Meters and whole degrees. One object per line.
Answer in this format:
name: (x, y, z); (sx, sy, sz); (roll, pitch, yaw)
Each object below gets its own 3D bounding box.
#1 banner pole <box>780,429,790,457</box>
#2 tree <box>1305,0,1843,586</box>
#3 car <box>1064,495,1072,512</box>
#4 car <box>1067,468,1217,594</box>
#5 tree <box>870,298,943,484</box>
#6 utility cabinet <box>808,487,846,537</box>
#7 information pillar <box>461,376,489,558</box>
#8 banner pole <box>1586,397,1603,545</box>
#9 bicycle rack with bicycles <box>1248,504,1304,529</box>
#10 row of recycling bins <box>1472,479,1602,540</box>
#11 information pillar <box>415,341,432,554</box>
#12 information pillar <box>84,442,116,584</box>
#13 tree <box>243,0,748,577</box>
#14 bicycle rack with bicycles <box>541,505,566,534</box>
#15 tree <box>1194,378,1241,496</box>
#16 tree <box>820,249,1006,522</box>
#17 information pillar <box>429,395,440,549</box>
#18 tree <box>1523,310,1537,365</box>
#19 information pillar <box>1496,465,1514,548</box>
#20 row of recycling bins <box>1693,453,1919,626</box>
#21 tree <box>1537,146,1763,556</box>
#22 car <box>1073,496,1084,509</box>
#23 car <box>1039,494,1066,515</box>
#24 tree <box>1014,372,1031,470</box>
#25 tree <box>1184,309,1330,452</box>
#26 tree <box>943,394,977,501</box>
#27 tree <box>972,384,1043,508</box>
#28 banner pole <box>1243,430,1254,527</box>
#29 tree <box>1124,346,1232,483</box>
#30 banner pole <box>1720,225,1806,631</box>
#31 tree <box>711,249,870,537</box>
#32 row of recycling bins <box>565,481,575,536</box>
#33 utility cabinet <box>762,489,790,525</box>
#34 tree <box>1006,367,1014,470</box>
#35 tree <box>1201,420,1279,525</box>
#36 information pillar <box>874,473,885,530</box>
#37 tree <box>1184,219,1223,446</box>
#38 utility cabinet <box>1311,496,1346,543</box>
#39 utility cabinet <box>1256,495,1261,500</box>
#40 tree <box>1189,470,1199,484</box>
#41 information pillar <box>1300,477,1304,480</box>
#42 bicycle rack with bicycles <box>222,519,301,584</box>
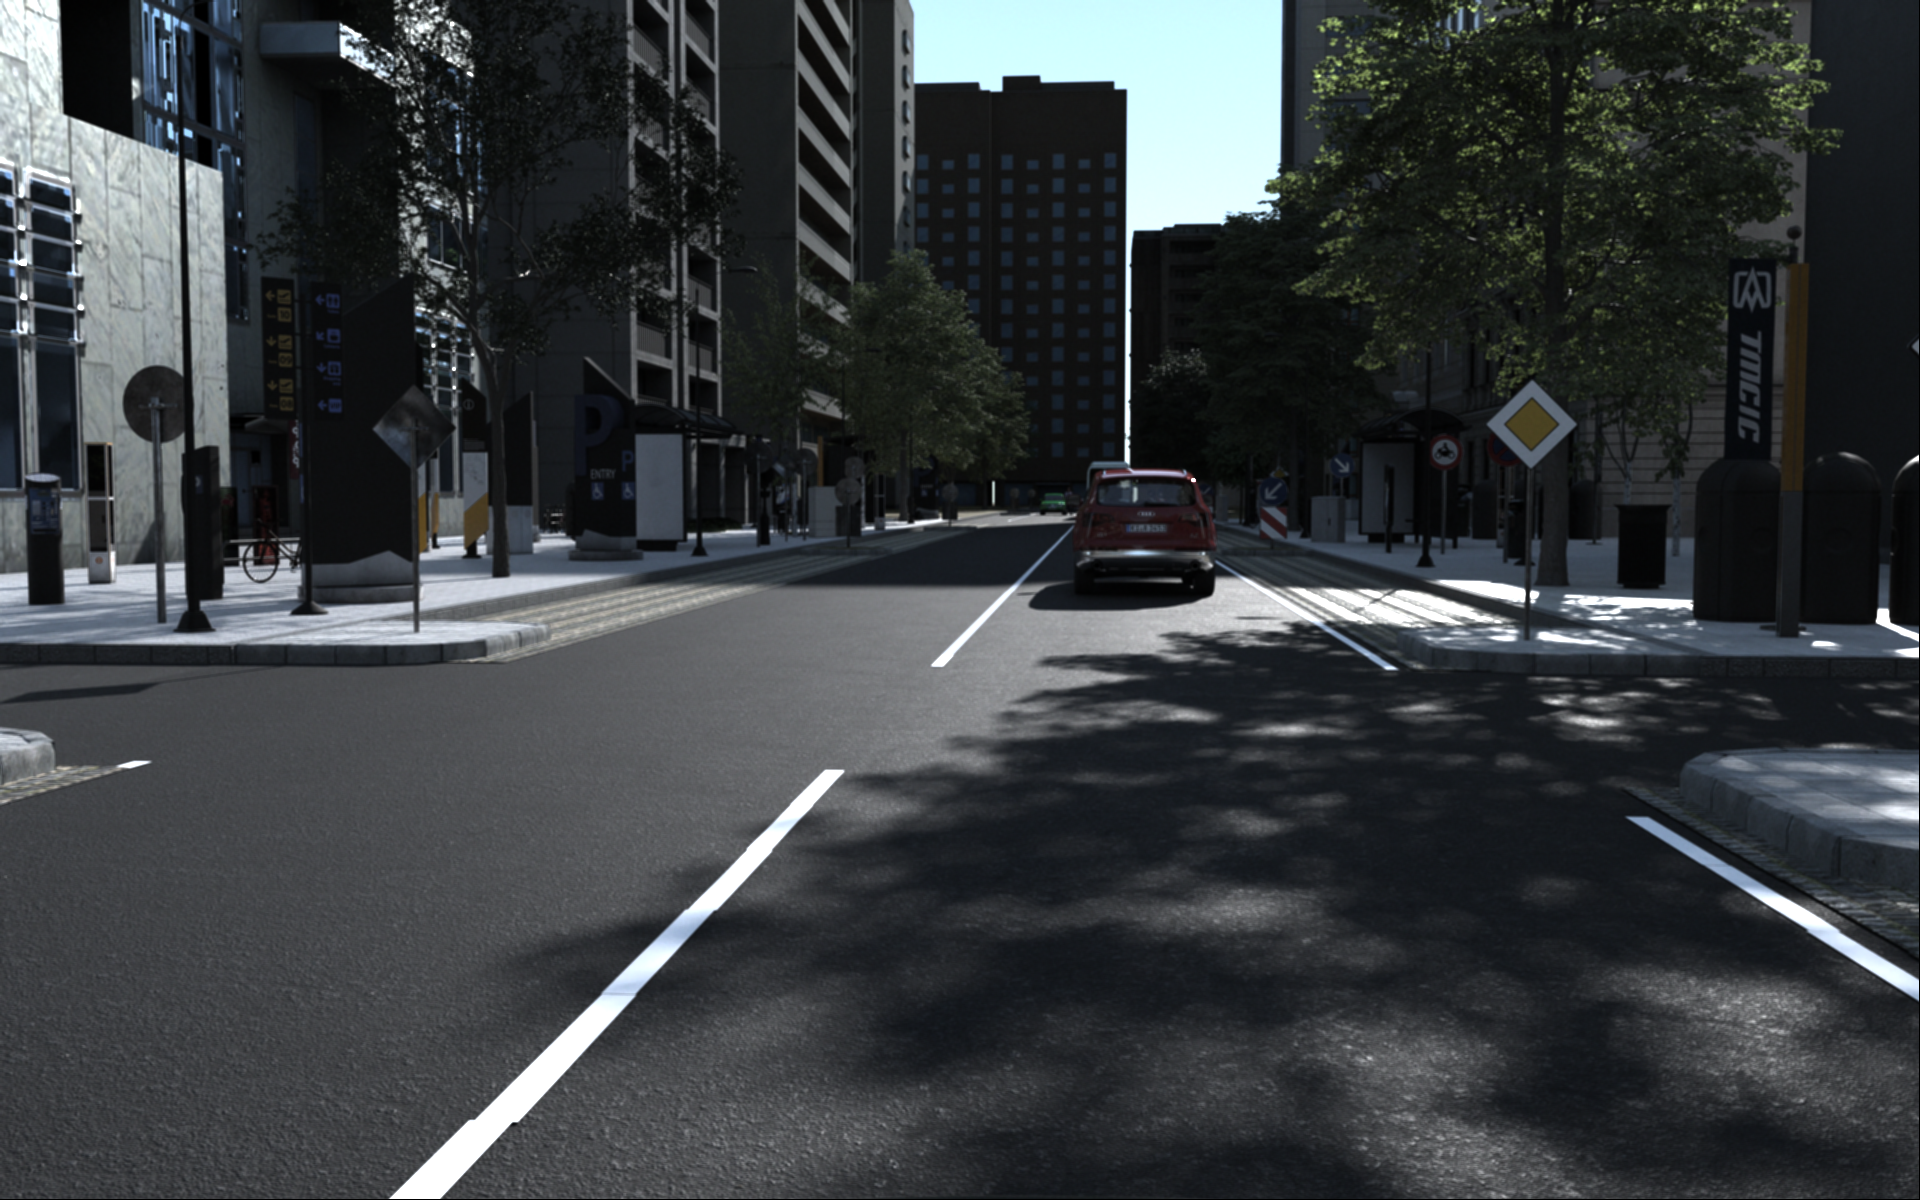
banner pole: (-6.744, -4.673, 66.422); (0.401, 3.779, 0.863); (-3, 4, -36)
tree: (8.214, -6.495, 24.327); (7.486, 12.596, 7.792); (0, 3, 0)
car: (8.347, -7.958, 142.685); (1.945, 1.354, 3.894); (0, 4, 6)
car: (2.753, -1.081, 26.352); (2.281, 1.827, 5.304); (0, 4, 4)
tree: (-3.363, -6.963, 64.205); (4.737, 8.622, 4.395); (0, 3, 0)
utility cabinet: (-3.969, -2.593, 51.078); (0.318, 1.500, 1.173); (3, 5, 40)
information pillar: (-9.673, -2.639, 34.506); (0.504, 3.616, 0.183); (0, 4, 1)
banner pole: (16.134, -3.289, 43.798); (0.401, 3.779, 0.863); (0, 4, 8)
bicycle rack with bicycles: (12.291, -3.082, 63.768); (2.852, 0.926, 2.925); (-1, 4, -20)
row of recycling bins: (16.356, -2.565, 49.057); (3.534, 1.692, 1.069); (0, 4, 4)
information pillar: (-7.318, -1.927, 22.854); (0.504, 3.616, 0.183); (-3, 4, -37)
information pillar: (-12.312, -1.242, 24.806); (0.304, 2.012, 0.304); (-1, 4, -12)
tree: (-6.983, -5.649, 26.779); (8.767, 10.594, 7.601); (1, 4, 14)
bicycle rack with bicycles: (-13.871, -2.669, 57.024); (2.852, 0.926, 2.925); (0, 4, 6)
tree: (15.591, -9.310, 102.576); (4.360, 8.622, 3.978); (0, 3, 0)
tree: (-2.628, -9.907, 80.106); (7.486, 12.596, 7.792); (0, 3, 0)
information pillar: (-12.361, -3.018, 40.699); (0.183, 3.616, 0.504); (-2, 4, -29)
tree: (15.324, -5.475, 39.872); (4.737, 8.622, 4.395); (0, 3, 0)
information pillar: (12.966, -2.243, 41.167); (0.304, 2.012, 0.304); (3, 4, 37)
row of recycling bins: (9.244, -0.620, 17.253); (3.534, 1.692, 1.069); (1, 4, 14)
tree: (14.530, -5.207, 35.499); (4.737, 8.622, 4.395); (0, 3, 0)
car: (10.002, -8.657, 153.899); (2.083, 1.381, 4.827); (0, 4, 6)
car: (6.491, -6.791, 119.831); (1.959, 1.807, 4.718); (0, 4, 6)
tree: (1.834, -13.191, 133.800); (7.486, 12.596, 7.792); (0, 3, 0)
tree: (13.955, -8.971, 81.094); (7.601, 10.594, 8.767); (1, 4, 13)
tree: (-0.668, -9.512, 105.879); (4.737, 8.622, 4.395); (0, 3, 0)
tree: (3.927, -14.485, 162.579); (9.928, 11.665, 9.643); (0, 3, 0)
banner pole: (11.286, -4.725, 67.274); (0.401, 3.779, 0.863); (0, 4, -4)
tree: (19.036, -14.892, 150.146); (9.857, 13.997, 8.962); (0, 3, 0)
banner pole: (7.547, -1.604, 16.237); (0.863, 3.779, 0.401); (0, 4, -5)
tree: (-5.156, -6.174, 51.314); (4.737, 8.622, 4.395); (0, 3, 0)
row of recycling bins: (-10.491, -2.778, 52.528); (3.534, 1.692, 1.069); (2, 4, 25)
utility cabinet: (-7.617, -3.855, 71.704); (1.173, 1.500, 0.318); (1, 4, 21)
tree: (-1.288, -10.805, 94.796); (7.486, 12.596, 7.792); (0, 3, 0)
tree: (11.812, -5.473, 73.193); (4.285, 4.588, 4.351); (0, 3, 0)
information pillar: (-2.838, -3.469, 61.217); (0.304, 2.012, 0.304); (-1, 4, -22)
tree: (11.392, -8.630, 59.223); (7.486, 12.596, 7.792); (0, 3, 0)
utility cabinet: (9.776, -2.132, 46.017); (0.306, 1.237, 1.020); (-2, 4, -32)
utility cabinet: (14.852, -4.478, 84.372); (1.020, 1.237, 0.306); (1, 4, 9)
tree: (17.939, -8.595, 135.123); (1.663, 3.219, 1.824); (0, 3, 0)
information pillar: (14.356, -4.185, 72.914); (0.304, 2.012, 0.304); (0, 4, 0)
bicycle rack with bicycles: (-9.216, -0.730, 25.313); (2.852, 0.926, 2.925); (1, 4, 20)
